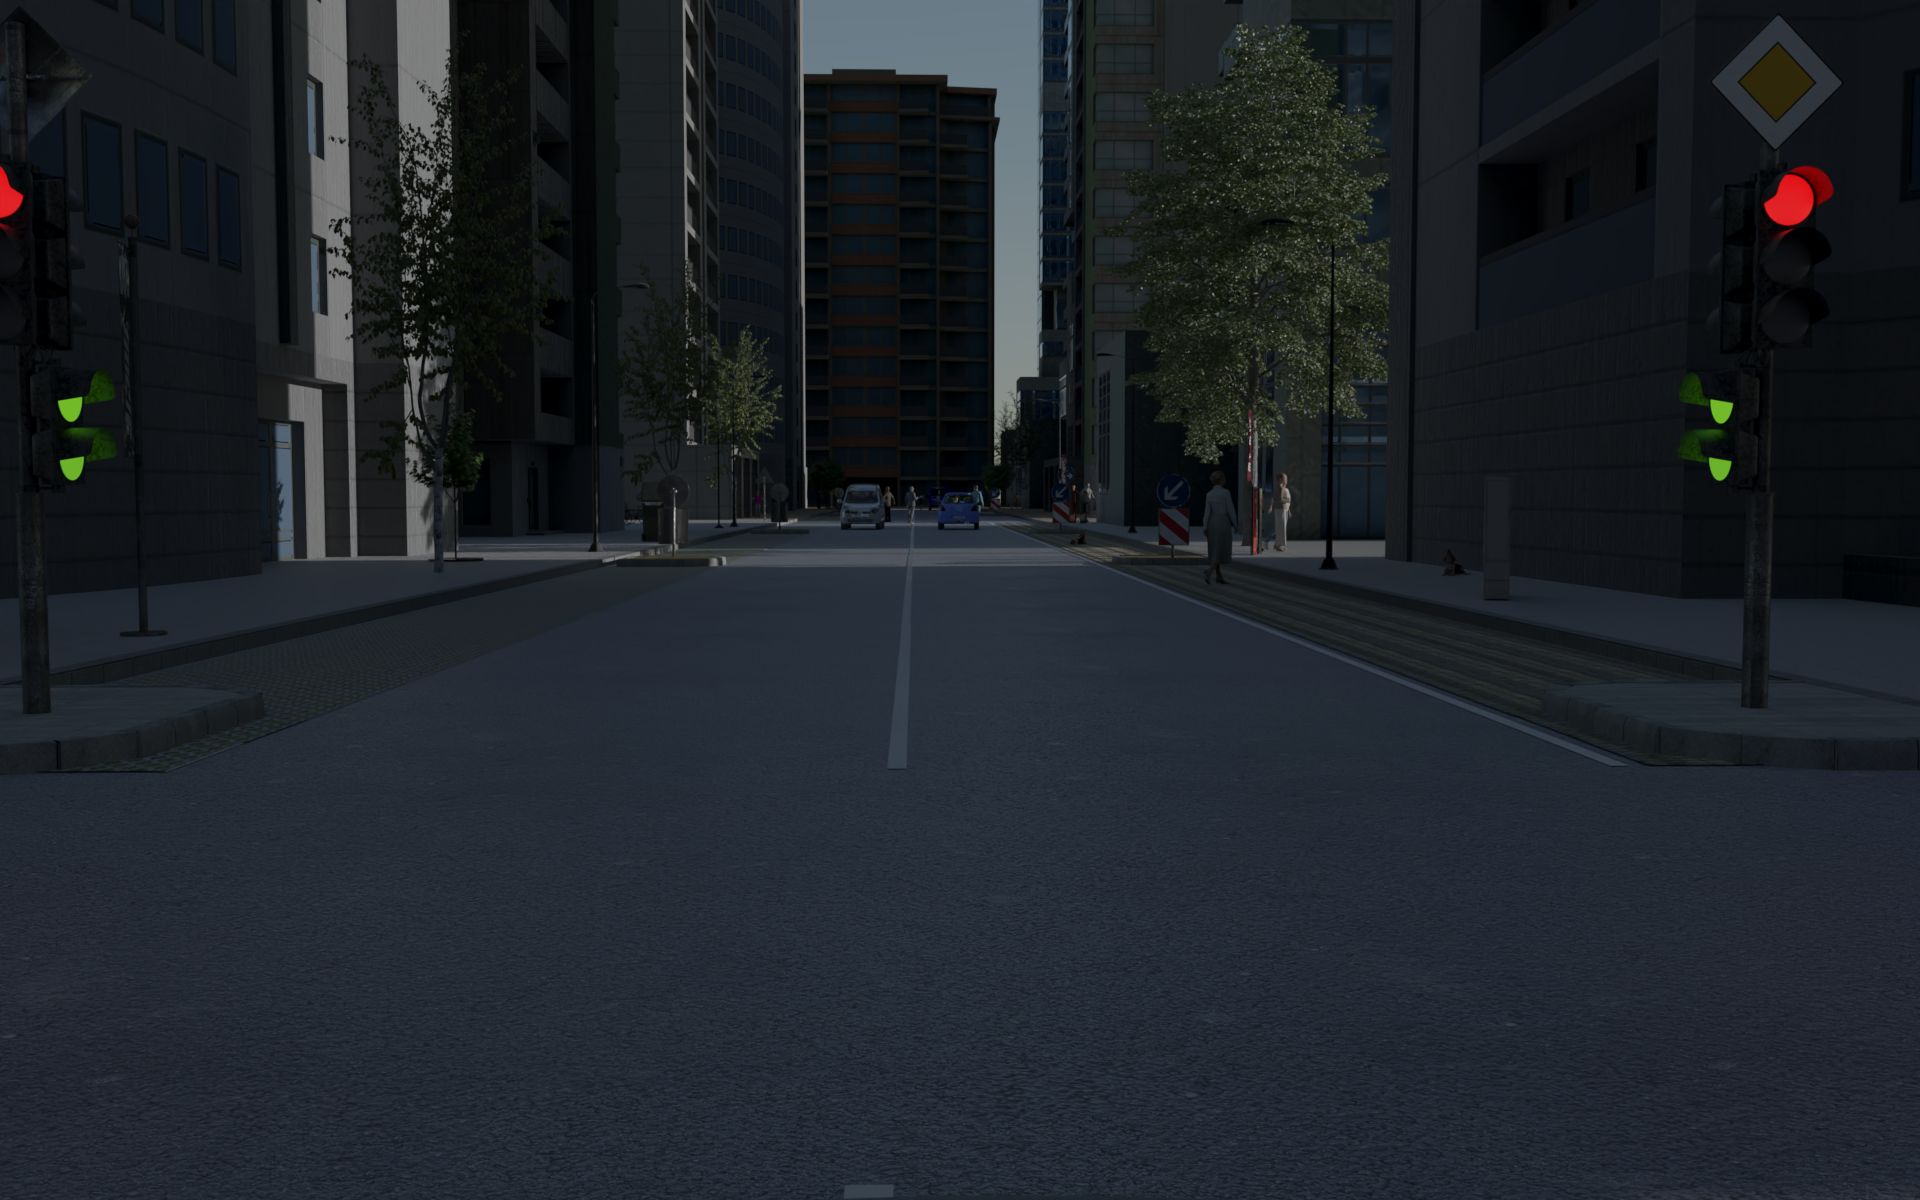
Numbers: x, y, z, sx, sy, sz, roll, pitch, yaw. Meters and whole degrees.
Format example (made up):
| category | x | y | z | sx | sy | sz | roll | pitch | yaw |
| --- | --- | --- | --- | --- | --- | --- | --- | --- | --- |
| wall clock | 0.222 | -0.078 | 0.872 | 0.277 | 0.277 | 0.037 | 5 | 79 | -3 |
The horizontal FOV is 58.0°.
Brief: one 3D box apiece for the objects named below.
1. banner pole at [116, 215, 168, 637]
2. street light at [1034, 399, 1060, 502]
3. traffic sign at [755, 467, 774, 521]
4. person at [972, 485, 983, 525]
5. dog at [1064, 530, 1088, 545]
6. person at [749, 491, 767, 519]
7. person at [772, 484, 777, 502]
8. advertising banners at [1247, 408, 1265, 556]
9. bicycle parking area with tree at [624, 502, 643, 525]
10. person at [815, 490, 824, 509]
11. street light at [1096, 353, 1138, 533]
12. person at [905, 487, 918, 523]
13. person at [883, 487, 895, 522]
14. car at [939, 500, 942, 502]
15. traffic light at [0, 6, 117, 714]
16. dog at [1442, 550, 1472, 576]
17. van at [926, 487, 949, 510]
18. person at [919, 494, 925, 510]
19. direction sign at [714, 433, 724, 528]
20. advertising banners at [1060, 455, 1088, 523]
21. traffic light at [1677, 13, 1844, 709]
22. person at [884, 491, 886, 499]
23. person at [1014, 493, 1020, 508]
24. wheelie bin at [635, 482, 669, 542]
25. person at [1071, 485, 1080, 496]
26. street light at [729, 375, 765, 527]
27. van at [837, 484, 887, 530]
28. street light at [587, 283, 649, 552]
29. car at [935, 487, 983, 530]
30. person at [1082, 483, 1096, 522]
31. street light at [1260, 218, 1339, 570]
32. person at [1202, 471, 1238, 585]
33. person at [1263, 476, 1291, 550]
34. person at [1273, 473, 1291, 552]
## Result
| category | x | y | z | sx | sy | sz | roll | pitch | yaw |
| --- | --- | --- | --- | --- | --- | --- | --- | --- | --- |
| banner pole | -7.359 | -1.553 | 15.401 | 0.401 | 3.779 | 0.863 | -1 | 4 | -15 |
| street light | 4.325 | -6.858 | 84.672 | 1.470 | 5.913 | 1.316 | 0 | 4 | -1 |
| traffic sign | -9.245 | -5.006 | 81.849 | 0.884 | 2.594 | 0.081 | 0 | 4 | 1 |
| person | 0.714 | -4.396 | 80.235 | 0.638 | 1.841 | 0.748 | 3 | 4 | 37 |
| dog | 3.285 | -1.749 | 48.790 | 0.748 | 0.427 | 0.550 | 0 | 4 | 4 |
| person | -10.600 | -4.991 | 90.862 | 0.991 | 1.433 | 0.599 | -1 | 4 | -16 |
| person | -10.271 | -5.516 | 96.166 | 0.705 | 1.831 | 1.348 | -1 | 4 | -16 |
| advertising banners | 6.203 | -2.461 | 36.427 | 0.090 | 3.025 | 2.074 | 1 | 4 | 19 |
| bicycle parking area with tree | -17.010 | -5.265 | 73.086 | 9.016 | 4.147 | 8.231 | 2 | 4 | 24 |
| person | -12.364 | -8.933 | 152.112 | 0.705 | 1.823 | 1.348 | -3 | 4 | -37 |
| street light | 5.158 | -5.169 | 57.061 | 1.470 | 5.913 | 1.316 | 0 | 4 | -1 |
| person | -2.363 | -4.695 | 85.431 | 0.661 | 1.801 | 0.590 | 2 | 4 | 35 |
| person | -3.716 | -4.865 | 88.179 | 0.705 | 1.807 | 1.348 | 3 | 4 | 37 |
| car | -0.102 | -4.845 | 88.808 | 1.945 | 1.707 | 3.694 | 0 | 4 | -3 |
| traffic light | -5.395 | -1.291 | 10.034 | 0.839 | 4.253 | 0.868 | 0 | 4 | -1 |
| dog | 7.880 | -0.590 | 27.377 | 0.748 | 0.427 | 0.550 | -1 | 4 | -12 |
| van | -1.867 | -9.168 | 154.286 | 2.240 | 2.365 | 5.245 | 0 | 4 | -2 |
| person | -3.435 | -8.838 | 156.197 | 0.628 | 1.438 | 0.799 | 0 | 4 | -8 |
| direction sign | -9.052 | -4.461 | 64.934 | 0.379 | 3.537 | 0.876 | 0 | 4 | -7 |
| advertising banners | 5.004 | -4.904 | 76.373 | 0.090 | 3.025 | 2.074 | -2 | 4 | -31 |
| traffic light | 4.763 | -1.308 | 10.311 | 0.839 | 4.253 | 0.868 | 0 | 4 | -1 |
| person | -6.565 | -8.694 | 151.451 | 0.445 | 1.727 | 0.742 | -2 | 4 | -34 |
| person | 5.316 | -9.363 | 162.393 | 0.557 | 1.426 | 1.065 | 2 | 4 | 30 |
| wheelie bin | -8.259 | -2.372 | 46.691 | 0.980 | 1.594 | 0.693 | 0 | 4 | -1 |
| person | 5.961 | -5.182 | 91.295 | 1.217 | 1.766 | 0.721 | 1 | 4 | 13 |
| street light | -8.287 | -5.807 | 67.478 | 1.470 | 5.913 | 1.316 | 0 | 4 | -1 |
| van | -3.972 | -3.910 | 70.947 | 2.013 | 2.044 | 4.112 | 0 | 3 | 0 |
| street light | -7.542 | -4.020 | 38.266 | 1.470 | 5.913 | 1.316 | 0 | 4 | -1 |
| car | -0.046 | -3.739 | 70.725 | 1.945 | 1.707 | 3.694 | 0 | 4 | 0 |
| person | 5.911 | -4.524 | 80.135 | 0.709 | 1.813 | 0.853 | -2 | 4 | -31 |
| street light | 5.735 | -3.470 | 29.277 | 1.470 | 5.913 | 1.316 | 0 | 4 | -1 |
| person | 4.051 | -1.136 | 27.299 | 0.641 | 1.798 | 0.478 | -3 | 4 | -36 |
| person | 7.254 | -2.029 | 39.887 | 0.598 | 1.740 | 0.731 | 2 | 4 | 31 |
| person | 7.186 | -1.958 | 38.607 | 0.362 | 1.759 | 0.519 | 0 | 4 | -1 |
